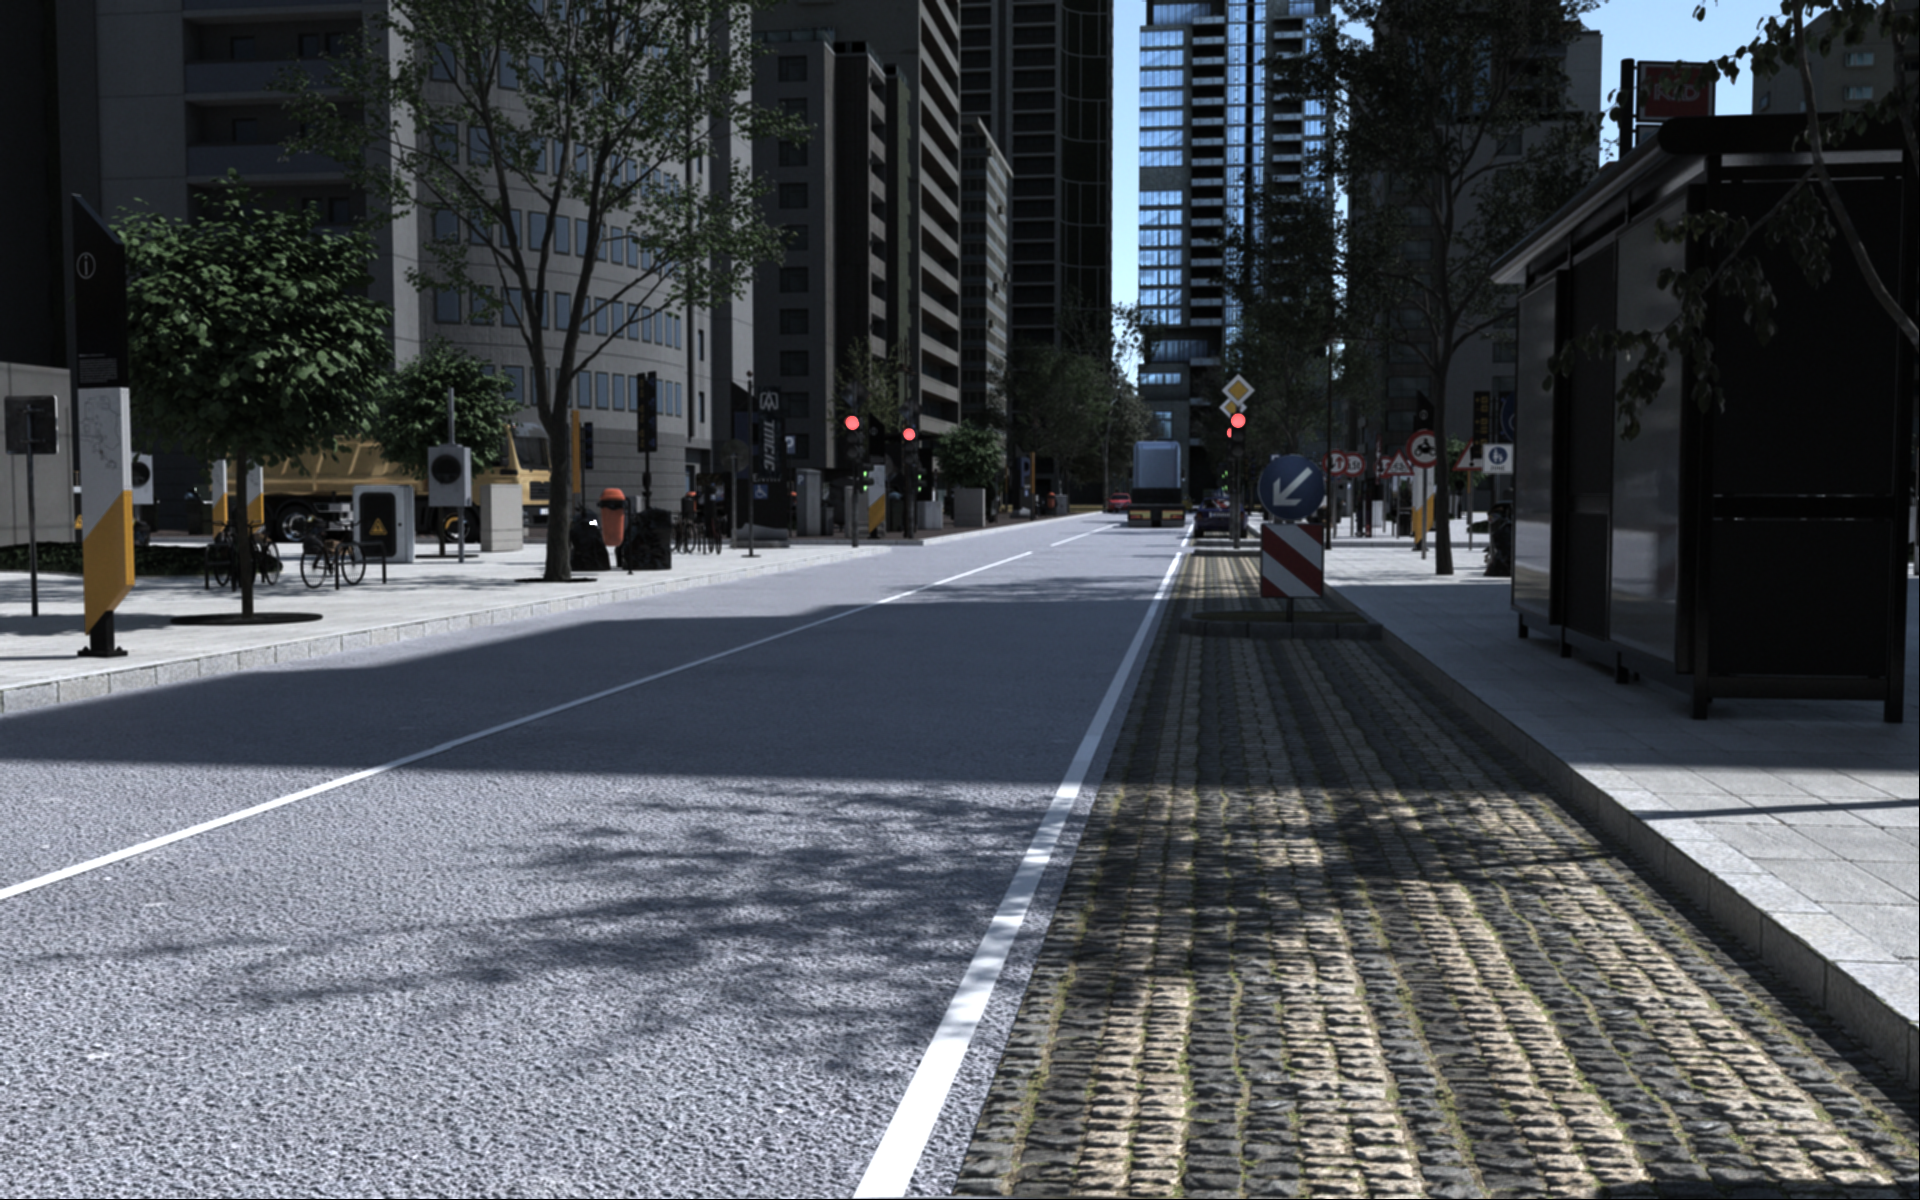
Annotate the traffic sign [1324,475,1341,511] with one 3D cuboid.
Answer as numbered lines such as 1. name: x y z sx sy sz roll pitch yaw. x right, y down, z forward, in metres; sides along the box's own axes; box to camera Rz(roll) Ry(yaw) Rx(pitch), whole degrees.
1. traffic sign: 15.876 -4.542 74.266 0.884 2.594 0.081 1 4 10

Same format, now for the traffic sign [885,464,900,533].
1. traffic sign: -2.352 -3.413 56.984 0.795 2.450 0.064 1 4 9

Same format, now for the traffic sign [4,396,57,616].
1. traffic sign: -9.693 -0.976 18.086 0.606 2.300 0.079 1 4 11

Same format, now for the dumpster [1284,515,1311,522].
1. dumpster: 15.240 -4.413 77.917 1.264 1.857 1.865 1 4 8

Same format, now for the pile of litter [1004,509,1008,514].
1. pile of litter: 2.636 -6.093 113.582 1.719 0.858 1.176 -3 4 -38

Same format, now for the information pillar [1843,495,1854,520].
1. information pillar: 35.673 -3.980 69.564 0.304 2.012 0.304 0 4 6

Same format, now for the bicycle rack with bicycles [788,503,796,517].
1. bicycle rack with bicycles: -7.117 -3.320 67.662 2.925 0.926 2.852 0 4 -8

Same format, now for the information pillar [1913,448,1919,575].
1. information pillar: 15.300 -1.395 27.303 0.304 2.012 0.304 -1 4 -15

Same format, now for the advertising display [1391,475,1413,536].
1. advertising display: 13.605 -2.915 52.873 0.123 1.923 0.974 -3 5 -44

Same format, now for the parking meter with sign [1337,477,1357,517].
1. parking meter with sign: 21.250 -6.085 95.752 0.543 3.016 1.738 -3 5 -39

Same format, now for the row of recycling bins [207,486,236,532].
1. row of recycling bins: -25.726 -3.252 60.280 1.069 1.692 3.534 -2 4 -35

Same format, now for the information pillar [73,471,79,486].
1. information pillar: -28.512 -3.133 55.711 0.304 2.012 0.304 -1 4 -15

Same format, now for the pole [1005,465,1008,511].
1. pole: 3.235 -7.748 120.524 0.158 3.312 0.155 0 3 0

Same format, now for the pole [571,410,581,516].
1. pole: -9.364 -2.961 42.251 0.158 3.312 0.155 0 3 0

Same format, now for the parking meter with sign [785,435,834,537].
1. parking meter with sign: -4.550 -3.426 52.280 0.543 3.016 1.738 3 4 38

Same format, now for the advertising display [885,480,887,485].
1. advertising display: -2.672 -3.441 61.479 0.123 1.923 0.974 0 4 -5

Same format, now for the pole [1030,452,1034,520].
1. pole: 3.517 -5.532 84.292 0.158 3.312 0.155 0 3 0

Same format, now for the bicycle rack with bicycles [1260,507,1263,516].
1. bicycle rack with bicycles: 18.518 -5.159 97.729 2.925 0.926 2.852 1 4 15

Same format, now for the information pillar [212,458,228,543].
1. information pillar: -17.940 -3.092 41.906 0.504 3.616 0.183 2 4 32

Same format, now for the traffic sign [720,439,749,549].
1. traffic sign: -5.236 -2.451 40.184 0.768 2.556 0.104 1 4 17

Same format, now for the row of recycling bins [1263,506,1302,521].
1. row of recycling bins: 15.511 -4.650 83.145 1.069 1.692 3.534 -1 4 -10

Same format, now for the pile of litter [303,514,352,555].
1. pile of litter: -13.513 -1.410 37.025 1.176 0.858 1.719 0 4 -4

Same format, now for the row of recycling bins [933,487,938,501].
1. row of recycling bins: -2.276 -5.046 89.622 1.069 1.692 3.534 -2 4 -34

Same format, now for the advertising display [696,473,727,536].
1. advertising display: -7.700 -2.960 53.607 0.974 1.923 0.123 1 4 14

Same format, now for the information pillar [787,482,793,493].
1. information pillar: -10.046 -5.979 102.246 0.304 2.012 0.304 -3 4 -36

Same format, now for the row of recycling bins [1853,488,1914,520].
1. row of recycling bins: 40.582 -4.219 76.090 1.069 1.692 3.534 0 4 -5

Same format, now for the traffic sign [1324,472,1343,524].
1. traffic sign: 15.836 -4.486 73.458 0.768 2.556 0.104 1 4 16

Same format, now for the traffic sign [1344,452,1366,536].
1. traffic sign: 11.870 -3.197 52.385 0.768 2.556 0.104 1 4 15

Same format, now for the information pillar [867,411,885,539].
1. information pillar: -2.380 -3.538 49.193 0.504 3.616 0.183 -1 4 -21

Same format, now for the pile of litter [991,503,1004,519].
1. pile of litter: 1.233 -4.539 88.180 1.176 0.858 1.719 -1 4 -19

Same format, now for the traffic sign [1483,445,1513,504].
1. traffic sign: 10.886 -2.018 35.119 0.606 2.300 0.079 1 4 9

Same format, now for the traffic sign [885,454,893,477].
1. traffic sign: -2.450 -3.252 53.270 0.768 2.556 0.104 1 4 14

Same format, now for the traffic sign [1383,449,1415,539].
1. traffic sign: 12.525 -3.026 49.473 0.884 2.594 0.081 1 4 16

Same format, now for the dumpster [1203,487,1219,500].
1. dumpster: 28.700 -11.789 197.698 1.985 2.255 1.502 1 4 9

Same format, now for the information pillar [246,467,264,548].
1. information pillar: -16.539 -3.001 40.428 0.504 3.616 0.183 0 4 6

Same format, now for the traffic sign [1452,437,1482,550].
1. traffic sign: 11.649 -2.413 39.456 0.884 2.594 0.081 1 4 17

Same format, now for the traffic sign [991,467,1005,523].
1. traffic sign: 1.596 -4.648 76.107 0.768 2.556 0.104 1 4 14

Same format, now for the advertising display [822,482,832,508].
1. advertising display: -7.279 -5.471 94.657 0.123 1.923 0.974 -2 4 -33

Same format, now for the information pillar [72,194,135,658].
1. information pillar: -6.711 -1.358 13.564 0.504 3.616 0.183 2 4 24

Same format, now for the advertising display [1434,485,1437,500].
1. advertising display: 30.498 -6.419 110.161 0.123 1.923 0.974 -3 5 -41

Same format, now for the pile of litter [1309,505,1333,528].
1. pile of litter: 13.643 -3.156 65.561 1.176 0.858 1.719 -3 4 -38

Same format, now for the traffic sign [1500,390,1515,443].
1. traffic sign: 6.566 -1.205 19.807 0.768 2.556 0.104 1 4 17

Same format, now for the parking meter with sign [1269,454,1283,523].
1. parking meter with sign: 13.716 -4.809 74.893 0.543 3.016 1.738 0 4 5

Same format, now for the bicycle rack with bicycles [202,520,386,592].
1. bicycle rack with bicycles: -9.323 -0.642 23.883 2.852 0.926 2.925 0 4 3

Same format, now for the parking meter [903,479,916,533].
1. parking meter: -1.664 -3.145 57.140 0.399 1.863 0.255 -2 4 -27

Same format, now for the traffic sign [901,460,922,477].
1. traffic sign: -1.695 -3.664 60.010 0.768 2.556 0.104 1 4 17

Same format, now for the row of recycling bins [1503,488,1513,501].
1. row of recycling bins: 37.765 -6.670 116.174 3.534 1.692 1.069 -2 4 -35

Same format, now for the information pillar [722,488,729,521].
1. information pillar: -9.462 -4.009 70.035 0.304 2.012 0.304 -2 4 -24

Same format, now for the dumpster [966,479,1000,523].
1. dumpster: 0.950 -4.576 77.312 1.502 2.255 1.985 1 4 8

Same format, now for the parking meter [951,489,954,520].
1. parking meter: -0.276 -4.749 86.049 0.372 1.533 0.369 0 3 0

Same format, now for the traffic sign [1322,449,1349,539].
1. traffic sign: 10.697 -3.014 49.390 0.768 2.556 0.104 1 4 15

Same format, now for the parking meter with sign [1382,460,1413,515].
1. parking meter with sign: 22.214 -5.625 88.222 1.738 3.016 0.543 -2 4 -29

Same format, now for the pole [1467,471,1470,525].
1. pole: 21.277 -4.796 72.260 0.158 3.312 0.155 0 3 0

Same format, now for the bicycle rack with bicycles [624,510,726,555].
1. bicycle rack with bicycles: -6.380 -1.483 37.632 2.852 0.926 2.925 -1 4 -11

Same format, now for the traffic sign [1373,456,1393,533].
1. traffic sign: 14.127 -3.516 57.594 0.768 2.556 0.104 1 4 12

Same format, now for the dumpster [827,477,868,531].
1. dumpster: -3.773 -3.254 58.965 1.264 1.857 1.865 0 4 8

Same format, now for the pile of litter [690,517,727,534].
1. pile of litter: -7.921 -2.542 55.535 1.719 0.858 1.176 0 4 5

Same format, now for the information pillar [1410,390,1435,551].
1. information pillar: 10.455 -2.913 38.990 0.504 3.616 0.183 -2 4 -26

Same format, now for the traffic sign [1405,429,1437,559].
1. traffic sign: 9.144 -2.077 34.066 0.768 2.556 0.104 1 4 16

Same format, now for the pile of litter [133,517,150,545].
1. pile of litter: -15.314 -1.154 32.840 1.176 0.858 1.719 -1 4 -12
